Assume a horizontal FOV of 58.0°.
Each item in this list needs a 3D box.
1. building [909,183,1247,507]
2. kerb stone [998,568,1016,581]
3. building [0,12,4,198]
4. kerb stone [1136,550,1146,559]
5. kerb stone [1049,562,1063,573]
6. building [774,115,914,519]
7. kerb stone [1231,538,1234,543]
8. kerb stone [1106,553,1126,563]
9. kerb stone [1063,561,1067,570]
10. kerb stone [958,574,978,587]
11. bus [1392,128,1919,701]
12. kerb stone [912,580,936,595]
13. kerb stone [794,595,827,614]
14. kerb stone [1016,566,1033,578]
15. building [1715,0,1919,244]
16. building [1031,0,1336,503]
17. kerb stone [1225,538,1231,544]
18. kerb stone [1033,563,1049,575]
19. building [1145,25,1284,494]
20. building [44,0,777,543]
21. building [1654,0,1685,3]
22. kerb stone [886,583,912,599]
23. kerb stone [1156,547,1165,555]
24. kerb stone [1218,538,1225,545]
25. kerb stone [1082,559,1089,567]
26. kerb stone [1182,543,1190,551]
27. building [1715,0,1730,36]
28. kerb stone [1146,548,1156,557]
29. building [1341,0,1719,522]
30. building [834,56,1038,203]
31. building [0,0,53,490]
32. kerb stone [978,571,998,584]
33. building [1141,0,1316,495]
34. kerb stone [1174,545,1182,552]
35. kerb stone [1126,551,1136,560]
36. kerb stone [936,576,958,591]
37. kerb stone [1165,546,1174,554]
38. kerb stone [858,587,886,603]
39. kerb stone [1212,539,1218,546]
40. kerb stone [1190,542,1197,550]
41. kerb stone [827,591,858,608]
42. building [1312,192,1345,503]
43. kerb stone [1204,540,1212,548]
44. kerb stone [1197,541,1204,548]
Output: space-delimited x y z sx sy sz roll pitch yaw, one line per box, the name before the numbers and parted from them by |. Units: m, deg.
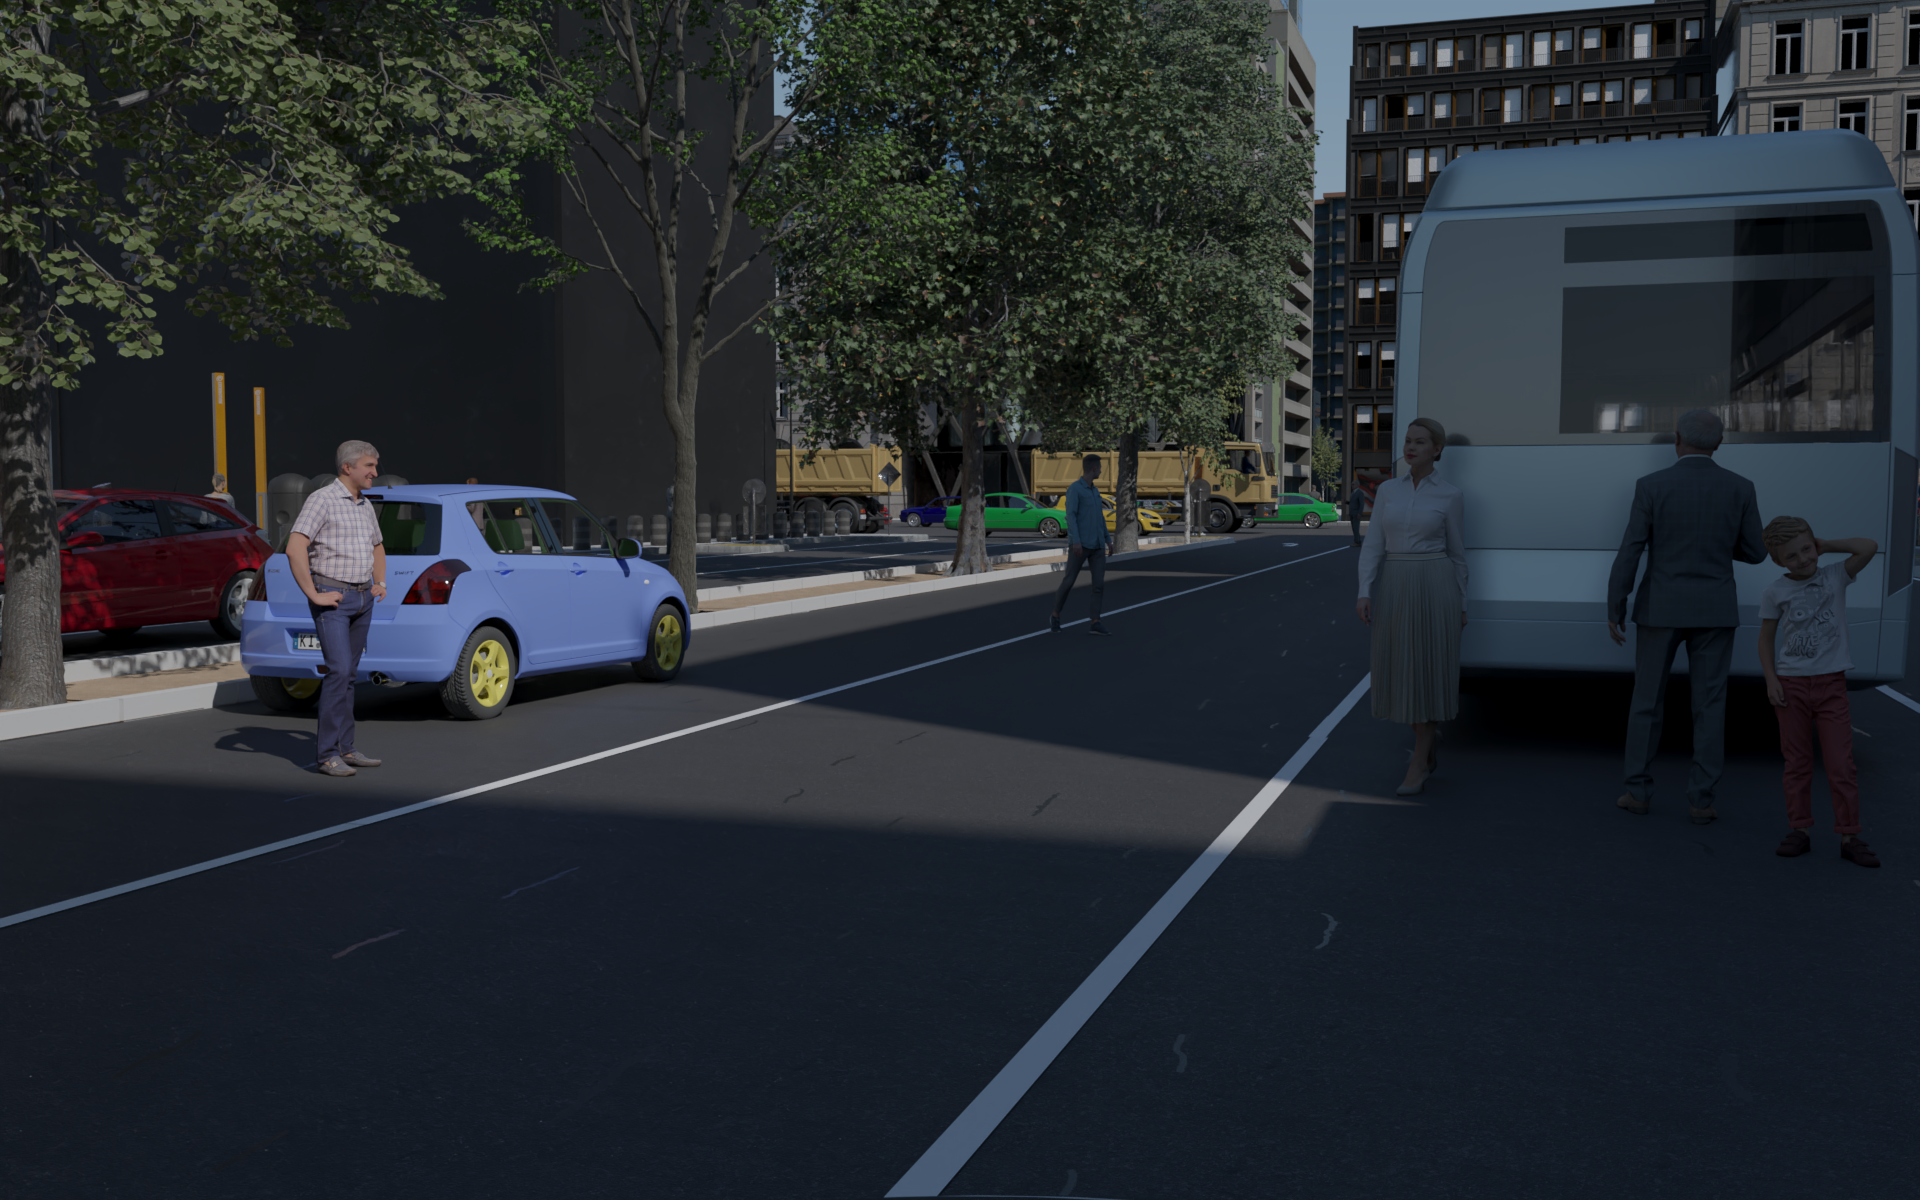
building | 7.133 -13.826 93.509 16.811 18.784 16.820 1 4 18
kerb stone | 0.698 -0.412 28.982 0.120 0.150 1.000 1 4 18
building | -22.819 -11.702 20.198 11.050 23.489 19.941 1 4 18
kerb stone | 3.946 -1.011 38.731 0.120 0.150 1.000 1 4 18
kerb stone | 1.664 -0.594 31.909 0.120 0.150 1.000 1 4 18
building | -12.744 -15.693 98.385 24.055 21.916 13.314 1 4 18
kerb stone | 7.846 -1.728 50.452 0.120 0.150 1.000 1 4 18
kerb stone | 3.294 -0.890 36.779 0.120 0.150 1.000 1 4 18
kerb stone | 1.995 -0.649 32.882 0.120 0.150 1.000 1 4 18
kerb stone | 0.037 -0.296 27.029 0.120 0.150 1.000 1 4 18
bus | 5.788 -1.249 15.275 2.948 3.499 13.247 1 4 20
kerb stone | -0.604 -0.176 25.078 0.120 0.150 1.000 1 4 18
kerb stone | -1.901 0.063 21.163 0.120 0.150 1.000 1 4 18
kerb stone | 1.021 -0.475 29.956 0.120 0.150 1.000 1 4 18
building | 46.694 -17.060 76.196 25.104 27.353 12.463 1 4 18
building | 26.333 -54.109 197.347 31.000 86.520 22.319 1 4 18
kerb stone | 7.515 -1.664 49.476 0.120 0.150 1.000 1 4 18
kerb stone | 1.345 -0.532 30.931 0.120 0.150 1.000 1 4 18
building | 20.445 -28.720 153.169 14.154 41.232 14.086 1 4 18
building | -15.109 -13.450 49.583 15.834 23.373 12.332 1 4 18
building | 84.904 -35.895 176.124 28.713 52.752 27.495 1 4 18
kerb stone | -0.932 -0.115 24.092 0.120 0.150 1.000 1 4 18
kerb stone | 4.594 -1.131 40.688 0.120 0.150 1.000 1 4 18
kerb stone | 7.191 -1.609 48.502 0.120 0.150 1.000 1 4 18
kerb stone | 2.641 -0.773 34.830 0.120 0.150 1.000 1 4 18
kerb stone | 5.566 -1.307 43.615 0.120 0.150 1.000 1 4 18
building | 65.398 -27.837 138.736 14.154 41.232 14.086 1 4 18
kerb stone | 4.270 -1.065 39.706 0.120 0.150 1.000 1 4 18
building | 27.278 -15.537 83.703 15.834 23.373 12.332 1 4 18
building | -3.327 -54.692 206.890 31.000 86.520 22.319 1 4 18
building | -31.314 -12.691 56.650 18.267 20.994 9.793 1 4 18
kerb stone | 0.375 -0.351 28.004 0.120 0.150 1.000 1 4 18
building | 22.810 -33.470 170.928 21.300 48.544 21.600 1 4 18
kerb stone | 5.243 -1.247 42.641 0.120 0.150 1.000 1 4 18
kerb stone | 3.619 -0.952 37.758 0.120 0.150 1.000 1 4 18
kerb stone | -0.279 -0.234 26.052 0.120 0.150 1.000 1 4 18
kerb stone | 4.923 -1.191 41.665 0.120 0.150 1.000 1 4 18
kerb stone | -1.256 -0.056 23.118 0.120 0.150 1.000 1 4 18
kerb stone | 6.862 -1.549 47.523 0.120 0.150 1.000 1 4 18
kerb stone | 5.893 -1.370 44.593 0.120 0.150 1.000 1 4 18
kerb stone | -1.580 0.003 22.138 0.120 0.150 1.000 1 4 18
building | 60.079 -36.141 245.534 28.867 44.769 22.147 1 4 18
kerb stone | 6.543 -1.489 46.547 0.120 0.150 1.000 1 4 18
kerb stone | 6.208 -1.430 45.570 0.120 0.150 1.000 1 4 18
